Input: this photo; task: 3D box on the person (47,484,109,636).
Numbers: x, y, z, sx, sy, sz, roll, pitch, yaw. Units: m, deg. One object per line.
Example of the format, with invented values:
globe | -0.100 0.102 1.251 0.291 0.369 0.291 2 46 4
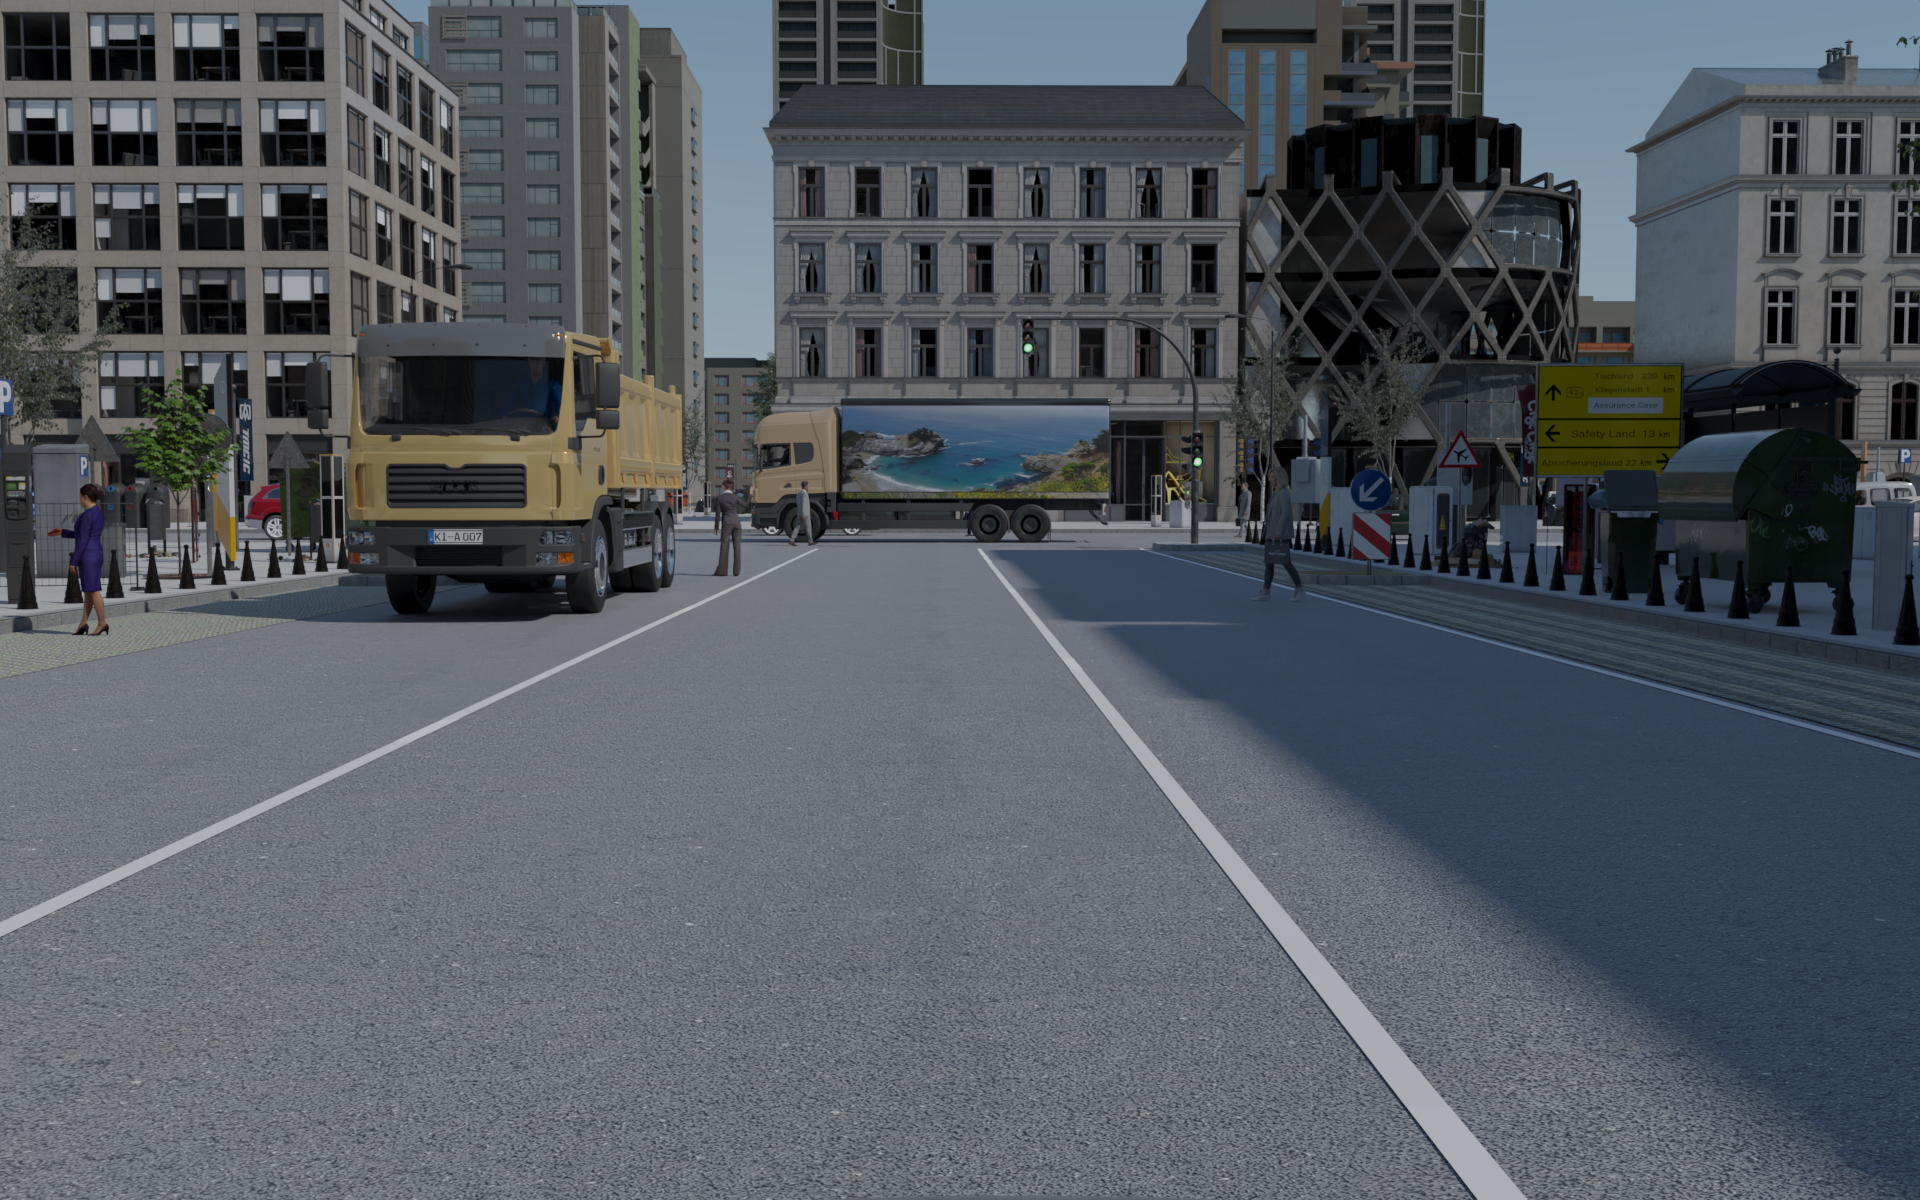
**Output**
person | -8.854 -0.398 17.370 0.546 1.535 0.453 -2 4 -24

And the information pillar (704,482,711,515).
information pillar | -15.183 -6.090 104.058 0.304 2.012 0.304 2 4 27

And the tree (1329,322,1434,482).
tree | 18.258 -7.580 74.303 4.360 8.622 3.978 0 3 0

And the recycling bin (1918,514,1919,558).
recycling bin | 19.815 -1.374 35.012 0.722 1.027 0.722 2 4 32

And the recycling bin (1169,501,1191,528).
recycling bin | 8.448 -3.256 65.795 0.722 1.027 0.722 -3 4 -36

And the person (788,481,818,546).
person | -4.339 -2.386 47.780 0.850 1.792 0.678 -2 4 -33

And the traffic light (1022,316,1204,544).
traffic light | 3.950 -4.272 44.515 4.771 5.953 1.251 0 4 -1

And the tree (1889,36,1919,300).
tree | 13.168 -4.304 20.737 4.737 8.622 4.395 0 3 0

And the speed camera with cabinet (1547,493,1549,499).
speed camera with cabinet | 37.834 -7.054 109.662 2.038 3.252 0.660 -2 4 -29

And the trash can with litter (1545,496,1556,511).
trash can with litter | 31.045 -4.903 91.546 1.055 1.170 0.624 -1 4 -23

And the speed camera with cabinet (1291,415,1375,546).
speed camera with cabinet | 9.278 -2.979 43.044 2.038 3.252 0.660 3 4 38

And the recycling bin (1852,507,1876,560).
recycling bin | 17.964 -1.303 33.855 0.722 1.027 0.722 -1 4 -11

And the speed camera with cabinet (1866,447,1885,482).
speed camera with cabinet | 39.156 -4.827 73.250 2.038 3.252 0.660 -1 4 -21

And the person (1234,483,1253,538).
person | 9.328 -2.962 57.027 0.767 1.812 0.694 -1 4 -14

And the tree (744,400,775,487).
tree | -14.568 -11.089 131.668 4.360 8.622 3.978 0 3 0

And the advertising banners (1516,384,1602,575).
advertising banners | 9.834 -1.907 27.370 2.074 3.025 0.090 1 4 9

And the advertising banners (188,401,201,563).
advertising banners | -14.351 -2.214 32.383 0.090 3.025 2.074 -1 4 -20

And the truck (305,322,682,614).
truck | -5.599 -1.650 22.909 3.469 3.379 9.791 0 4 -1

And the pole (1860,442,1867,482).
pole | 35.082 -4.492 67.287 0.158 3.312 0.155 0 3 0

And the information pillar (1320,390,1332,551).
information pillar | 8.216 -2.910 38.937 0.183 3.616 0.504 -1 4 -9

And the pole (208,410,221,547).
pole | -18.039 -2.939 41.897 0.158 3.312 0.155 0 3 0

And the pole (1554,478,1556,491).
pole | 42.780 -7.989 124.466 0.158 3.312 0.155 0 3 0

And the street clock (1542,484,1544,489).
street clock | 41.846 -7.296 123.861 0.471 2.002 0.358 2 4 24

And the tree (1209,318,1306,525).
tree | 12.722 -7.503 73.042 4.360 8.622 3.978 0 3 0

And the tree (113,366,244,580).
tree | -11.763 -1.942 26.350 1.663 3.219 1.824 0 3 0

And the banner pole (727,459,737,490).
banner pole | -16.317 -8.224 124.472 0.863 3.779 0.401 -1 4 -16

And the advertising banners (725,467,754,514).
advertising banners | -14.147 -7.080 111.942 2.074 3.025 0.090 0 4 7

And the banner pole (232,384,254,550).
banner pole | -16.499 -3.045 39.807 0.401 3.779 0.863 1 4 16

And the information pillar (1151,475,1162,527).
information pillar | 7.677 -3.865 67.691 0.304 2.012 0.304 -2 4 -29

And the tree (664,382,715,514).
tree | -17.678 -9.934 112.788 4.360 8.622 3.978 0 3 0

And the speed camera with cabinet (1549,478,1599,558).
speed camera with cabinet | 12.412 -2.458 34.522 0.660 3.252 2.038 2 4 33

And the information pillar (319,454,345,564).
information pillar | -11.610 -1.685 32.049 0.304 2.012 0.304 1 4 23

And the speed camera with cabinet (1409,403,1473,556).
speed camera with cabinet | 10.281 -2.605 36.935 0.660 3.252 2.038 3 4 39

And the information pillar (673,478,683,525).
information pillar | -11.811 -4.158 72.481 0.304 2.012 0.304 3 5 44

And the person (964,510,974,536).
person | 0.368 -2.936 58.709 0.590 1.554 0.614 -1 4 -17

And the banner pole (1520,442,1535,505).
banner pole | 24.022 -5.086 73.166 0.863 3.779 0.401 -1 4 -11

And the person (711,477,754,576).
person | -3.962 -1.285 30.310 0.445 1.727 0.742 3 5 40

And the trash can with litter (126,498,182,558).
trash can with litter | -16.649 -1.473 35.143 1.678 1.210 2.233 1 4 11

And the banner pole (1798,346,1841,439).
banner pole | 14.646 -2.414 29.493 0.863 3.779 0.401 0 4 2

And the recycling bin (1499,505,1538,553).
recycling bin | 12.314 -1.569 38.200 0.722 1.027 0.722 1 4 12

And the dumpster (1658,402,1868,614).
dumpster | 8.899 -1.026 19.264 1.502 2.255 1.985 0 4 -1

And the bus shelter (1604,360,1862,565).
bus shelter | 12.519 -2.138 28.880 2.014 3.302 5.546 0 4 -1

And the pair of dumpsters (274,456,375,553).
pair of dumpsters | -14.220 -2.276 39.703 1.574 2.255 4.437 0 4 -1

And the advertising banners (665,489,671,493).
advertising banners | -21.963 -8.194 130.159 0.090 3.025 2.074 0 4 5

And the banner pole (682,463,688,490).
banner pole | -19.734 -8.137 123.053 0.863 3.779 0.401 -2 4 -28

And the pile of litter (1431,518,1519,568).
pile of litter | 8.964 -1.007 30.438 1.176 0.858 1.719 -2 4 -26

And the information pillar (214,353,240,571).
information pillar | -12.322 -2.305 29.042 0.504 3.616 0.183 3 5 42

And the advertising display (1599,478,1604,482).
advertising display | 15.283 -2.132 40.077 0.974 1.923 0.123 2 4 27

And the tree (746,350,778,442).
tree | -12.896 -14.391 141.955 9.857 13.997 8.962 0 3 0

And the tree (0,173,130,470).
tree | -22.951 -5.622 42.281 4.360 8.622 3.978 0 3 0

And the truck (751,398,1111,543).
truck | -1.210 -3.847 51.807 11.283 4.237 2.839 0 4 1
